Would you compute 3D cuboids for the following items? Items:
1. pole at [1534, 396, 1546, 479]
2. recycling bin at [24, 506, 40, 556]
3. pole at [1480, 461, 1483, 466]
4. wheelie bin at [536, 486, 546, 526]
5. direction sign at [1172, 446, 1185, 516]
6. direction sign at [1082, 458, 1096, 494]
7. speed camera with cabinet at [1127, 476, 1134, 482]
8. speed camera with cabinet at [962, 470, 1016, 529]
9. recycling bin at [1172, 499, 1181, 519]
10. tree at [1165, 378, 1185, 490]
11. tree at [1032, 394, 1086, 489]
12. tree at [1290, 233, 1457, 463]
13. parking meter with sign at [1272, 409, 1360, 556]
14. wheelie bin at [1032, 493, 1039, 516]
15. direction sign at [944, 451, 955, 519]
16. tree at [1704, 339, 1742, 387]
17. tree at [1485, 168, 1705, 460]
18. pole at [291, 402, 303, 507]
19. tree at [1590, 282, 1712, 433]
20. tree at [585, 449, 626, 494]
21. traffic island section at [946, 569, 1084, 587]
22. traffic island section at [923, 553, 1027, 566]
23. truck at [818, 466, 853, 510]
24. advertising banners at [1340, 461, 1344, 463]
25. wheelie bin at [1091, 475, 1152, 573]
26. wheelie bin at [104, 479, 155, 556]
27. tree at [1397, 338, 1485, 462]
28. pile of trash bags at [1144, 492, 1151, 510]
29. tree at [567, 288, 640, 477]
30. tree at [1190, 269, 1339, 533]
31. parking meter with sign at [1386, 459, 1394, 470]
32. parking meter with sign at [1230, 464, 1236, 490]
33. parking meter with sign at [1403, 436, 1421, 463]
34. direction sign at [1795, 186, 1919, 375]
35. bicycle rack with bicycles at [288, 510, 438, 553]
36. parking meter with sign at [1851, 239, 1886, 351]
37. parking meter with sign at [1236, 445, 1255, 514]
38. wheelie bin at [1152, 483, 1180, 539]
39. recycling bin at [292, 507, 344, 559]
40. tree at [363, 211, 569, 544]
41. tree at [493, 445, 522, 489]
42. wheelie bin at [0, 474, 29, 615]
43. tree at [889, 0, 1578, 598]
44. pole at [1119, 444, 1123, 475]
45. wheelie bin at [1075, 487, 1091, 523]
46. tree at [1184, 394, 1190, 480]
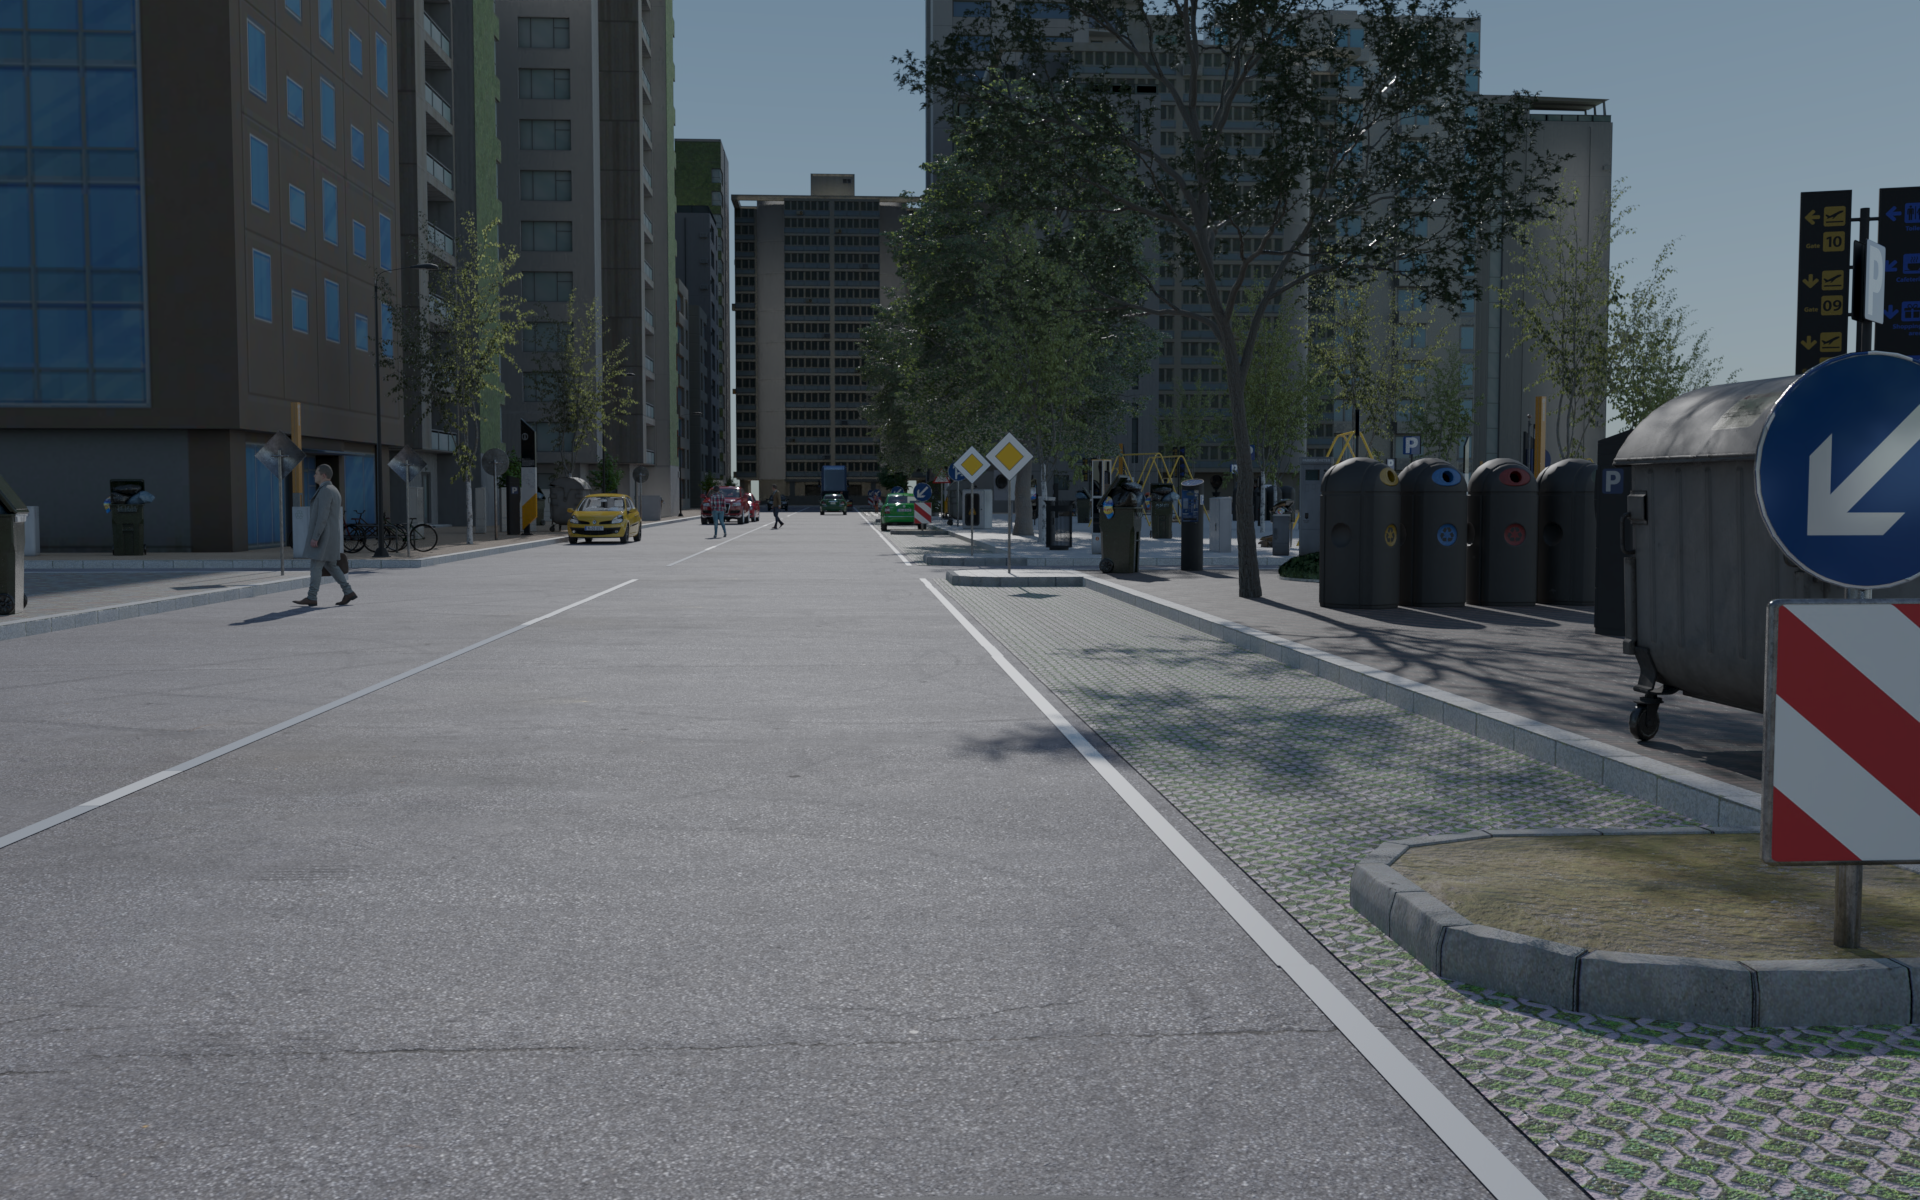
[{"bbox_3d":[12.118,-2.592,36.223,0.158,3.312,0.155,0,3,0],"label":"pole"},{"bbox_3d":[-19.498,-1.424,35.837,0.722,1.027,0.722,-1,4,-21],"label":"recycling bin"},{"bbox_3d":[32.374,-6.962,107.671,0.158,3.312,0.155,0,3,0],"label":"pole"},{"bbox_3d":[-17.276,-3.822,70.392,0.980,1.594,0.693,2,4,34],"label":"wheelie bin"},{"bbox_3d":[10.421,-5.540,82.578,0.379,3.537,0.876,-2,4,-33],"label":"direction sign"},{"bbox_3d":[8.027,-7.068,107.565,0.876,3.537,0.379,1,4,18],"label":"direction sign"},{"bbox_3d":[7.970,-5.788,88.965,2.038,3.252,0.660,-2,4,-33],"label":"speed camera with cabinet"},{"bbox_3d":[1.071,-4.208,63.141,2.038,3.252,0.660,2,4,34],"label":"speed camera with cabinet"},{"bbox_3d":[10.429,-4.375,84.091,0.722,1.027,0.722,0,4,-7],"label":"recycling bin"},{"bbox_3d":[13.785,-9.449,104.848,4.737,8.622,4.395,0,3,0],"label":"tree"},{"bbox_3d":[4.489,-8.568,90.448,4.360,8.622,3.978,0,3,0],"label":"tree"},{"bbox_3d":[11.361,-6.001,48.477,4.360,8.622,3.978,0,3,0],"label":"tree"},{"bbox_3d":[7.367,-2.422,35.861,1.738,3.016,0.543,1,4,14],"label":"parking meter with sign"},{"bbox_3d":[4.278,-5.669,100.598,0.693,1.594,0.980,0,4,-4],"label":"wheelie bin"},{"bbox_3d":[-0.551,-6.019,90.403,0.379,3.537,0.876,-3,5,-41],"label":"direction sign"},{"bbox_3d":[27.484,-7.123,66.825,4.360,8.622,3.978,0,3,0],"label":"tree"},{"bbox_3d":[14.308,-5.483,40.003,4.360,8.622,3.978,0,3,0],"label":"tree"},{"bbox_3d":[-14.758,-2.735,38.566,0.158,3.312,0.155,0,3,0],"label":"pole"},{"bbox_3d":[24.110,-6.772,61.084,4.737,8.622,4.395,0,3,0],"label":"tree"},{"bbox_3d":[-15.076,-4.822,73.445,1.663,3.219,1.824,0,3,0],"label":"tree"},{"bbox_3d":[0.818,-0.354,28.077,2.009,0.180,2.903,0,4,-4],"label":"traffic island section"},{"bbox_3d":[0.270,-0.842,36.043,2.009,0.180,2.903,0,4,-4],"label":"traffic island section"},{"bbox_3d":[-11.348,-10.309,158.309,2.967,4.110,18.799,0,4,-6],"label":"truck"},{"bbox_3d":[20.375,-5.772,90.568,0.090,3.025,2.074,-1,4,-18],"label":"advertising banners"},{"bbox_3d":[2.647,-1.247,28.294,0.693,1.594,0.980,1,4,19],"label":"wheelie bin"},{"bbox_3d":[-17.338,-1.728,36.164,0.980,1.594,0.693,-2,4,-23],"label":"wheelie bin"},{"bbox_3d":[22.936,-8.078,82.432,4.737,8.622,4.395,0,3,0],"label":"tree"},{"bbox_3d":[10.602,-4.781,87.928,1.912,1.369,3.447,-3,4,-38],"label":"pile of trash bags"},{"bbox_3d":[-14.048,-6.886,62.945,4.360,8.622,3.978,0,3,0],"label":"tree"},{"bbox_3d":[10.325,-6.552,57.483,4.737,8.622,4.395,0,3,0],"label":"tree"},{"bbox_3d":[20.855,-5.531,86.699,0.543,3.016,1.738,-3,4,-36],"label":"parking meter with sign"},{"bbox_3d":[16.318,-6.383,100.623,0.543,3.016,1.738,-1,4,-19],"label":"parking meter with sign"},{"bbox_3d":[14.128,-3.460,52.839,0.543,3.016,1.738,3,5,39],"label":"parking meter with sign"},{"bbox_3d":[6.715,-1.281,12.949,0.876,3.537,0.379,1,4,18],"label":"direction sign"},{"bbox_3d":[-13.029,-1.525,38.311,2.925,0.926,2.852,0,4,-4],"label":"bicycle rack with bicycles"},{"bbox_3d":[6.945,-0.937,11.578,1.738,3.016,0.543,3,5,40],"label":"parking meter with sign"},{"bbox_3d":[10.323,-4.032,62.184,0.543,3.016,1.738,1,4,11],"label":"parking meter with sign"},{"bbox_3d":[5.834,-2.566,49.869,0.980,1.594,0.693,0,4,3],"label":"wheelie bin"},{"bbox_3d":[-12.842,-1.352,34.651,0.722,1.027,0.722,1,4,11],"label":"recycling bin"},{"bbox_3d":[-12.824,-5.740,44.206,4.360,8.622,3.978,0,3,0],"label":"tree"},{"bbox_3d":[-17.466,-4.504,68.248,1.663,3.219,1.824,0,3,0],"label":"tree"},{"bbox_3d":[-10.381,-0.647,18.489,0.693,1.594,0.980,-1,4,-17],"label":"wheelie bin"},{"bbox_3d":[3.565,-5.333,21.607,8.767,10.594,7.601,-1,4,-13],"label":"tree"},{"bbox_3d":[6.486,-4.654,69.933,0.158,3.312,0.155,0,3,0],"label":"pole"},{"bbox_3d":[5.464,-4.198,76.549,0.693,1.594,0.980,1,4,11],"label":"wheelie bin"},{"bbox_3d":[15.175,-8.701,92.623,4.737,8.622,4.395,0,3,0],"label":"tree"}]
